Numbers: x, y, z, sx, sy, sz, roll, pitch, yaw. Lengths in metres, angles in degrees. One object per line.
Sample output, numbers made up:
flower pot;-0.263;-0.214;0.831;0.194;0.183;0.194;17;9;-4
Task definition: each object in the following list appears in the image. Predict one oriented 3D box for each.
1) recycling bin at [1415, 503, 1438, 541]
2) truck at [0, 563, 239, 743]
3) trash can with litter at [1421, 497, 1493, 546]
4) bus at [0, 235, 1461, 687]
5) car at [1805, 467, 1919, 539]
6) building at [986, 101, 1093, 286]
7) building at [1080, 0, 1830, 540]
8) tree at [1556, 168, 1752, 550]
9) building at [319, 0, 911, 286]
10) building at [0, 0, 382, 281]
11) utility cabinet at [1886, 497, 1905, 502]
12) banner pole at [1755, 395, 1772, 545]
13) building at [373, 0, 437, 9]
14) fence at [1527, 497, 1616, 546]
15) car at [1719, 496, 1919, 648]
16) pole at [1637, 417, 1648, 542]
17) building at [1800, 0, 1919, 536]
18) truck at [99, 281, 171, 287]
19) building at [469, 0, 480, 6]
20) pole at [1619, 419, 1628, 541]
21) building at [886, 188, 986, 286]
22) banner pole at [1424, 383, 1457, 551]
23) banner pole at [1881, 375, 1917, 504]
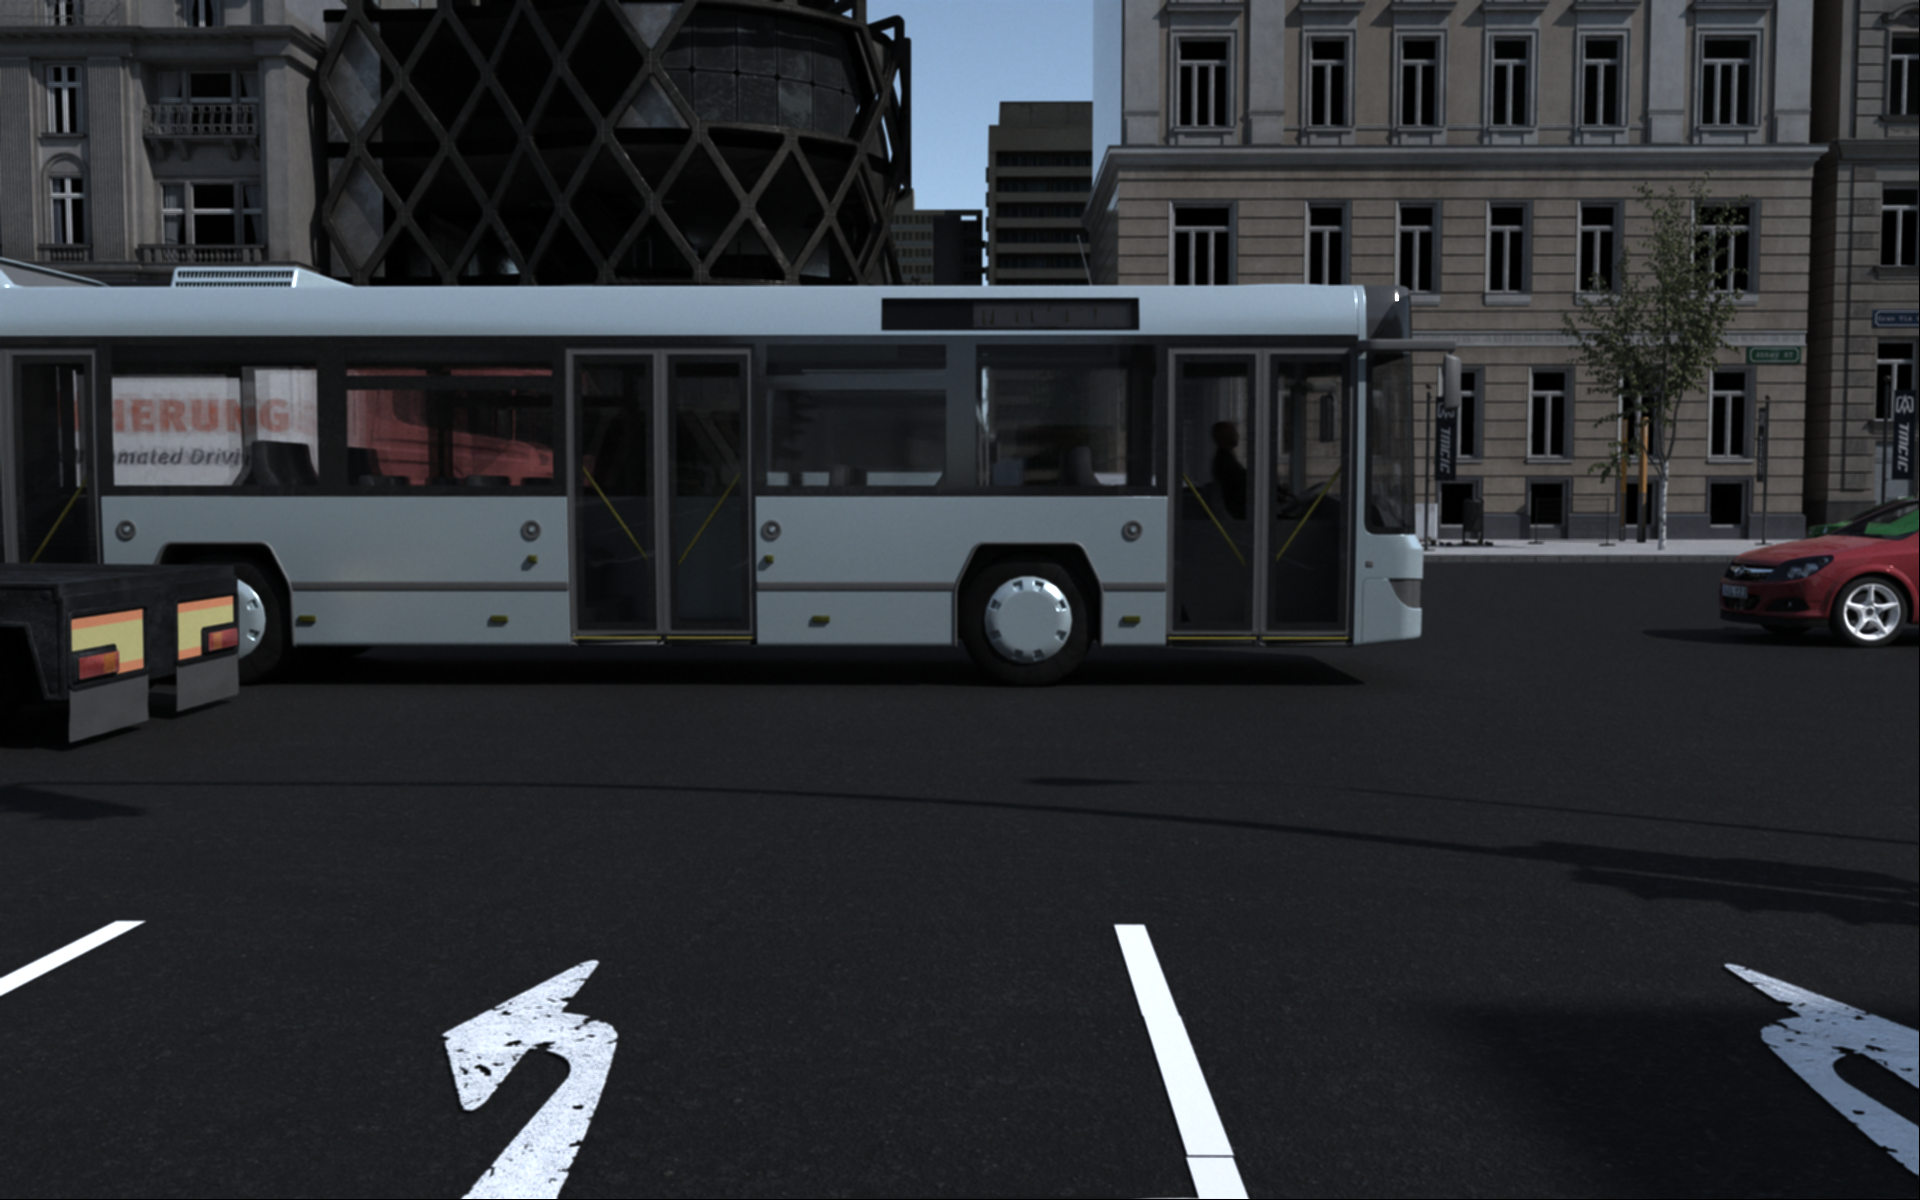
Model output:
recycling bin;12.673;-2.142;47.584;0.722;1.027;0.722;0;4;2
truck;-14.304;-1.266;10.451;18.799;4.110;2.967;0;4;-1
trash can with litter;12.362;-1.960;43.109;2.233;1.210;1.678;-1;4;-12
bus;-2.300;-1.167;13.948;13.247;3.499;2.948;0;4;1
car;13.318;-0.815;22.127;4.718;1.807;1.959;0;4;2
building;14.046;-36.310;217.371;21.600;48.544;21.300;0;4;1
building;14.149;-16.410;54.201;20.117;28.700;13.634;0;4;1
tree;16.148;-5.474;39.856;4.737;8.622;4.395;0;3;0
building;-9.934;-11.555;56.372;16.811;18.784;16.820;0;4;1
building;-30.386;-13.024;54.743;24.055;21.916;13.314;0;4;1
utility cabinet;22.634;-1.865;41.652;1.020;1.237;0.306;-3;4;-37
banner pole;20.398;-3.303;44.018;0.401;3.779;0.863;0;4;6
building;-48.999;-32.096;114.004;28.713;52.752;27.495;0;4;1
fence;15.476;-1.996;43.845;0.480;1.192;2.264;-2;4;-35
car;9.776;-0.483;16.939;4.494;1.783;2.155;0;3;0
pole;18.087;-3.183;45.881;0.158;3.312;0.155;0;3;0
building;36.757;-15.692;53.830;25.104;27.353;12.463;0;4;1
truck;-10.461;-2.146;24.004;11.283;4.237;2.839;0;4;2
building;-45.594;-31.725;142.409;21.600;48.544;21.300;0;4;1
pole;18.136;-3.272;47.335;0.158;3.312;0.155;0;3;0
building;-8.693;-32.479;222.904;23.993;40.220;32.217;0;4;1
banner pole;10.801;-3.004;39.138;0.863;3.779;0.401;2;4;24
banner pole;19.801;-2.853;36.661;0.863;3.779;0.401;0;4;2
